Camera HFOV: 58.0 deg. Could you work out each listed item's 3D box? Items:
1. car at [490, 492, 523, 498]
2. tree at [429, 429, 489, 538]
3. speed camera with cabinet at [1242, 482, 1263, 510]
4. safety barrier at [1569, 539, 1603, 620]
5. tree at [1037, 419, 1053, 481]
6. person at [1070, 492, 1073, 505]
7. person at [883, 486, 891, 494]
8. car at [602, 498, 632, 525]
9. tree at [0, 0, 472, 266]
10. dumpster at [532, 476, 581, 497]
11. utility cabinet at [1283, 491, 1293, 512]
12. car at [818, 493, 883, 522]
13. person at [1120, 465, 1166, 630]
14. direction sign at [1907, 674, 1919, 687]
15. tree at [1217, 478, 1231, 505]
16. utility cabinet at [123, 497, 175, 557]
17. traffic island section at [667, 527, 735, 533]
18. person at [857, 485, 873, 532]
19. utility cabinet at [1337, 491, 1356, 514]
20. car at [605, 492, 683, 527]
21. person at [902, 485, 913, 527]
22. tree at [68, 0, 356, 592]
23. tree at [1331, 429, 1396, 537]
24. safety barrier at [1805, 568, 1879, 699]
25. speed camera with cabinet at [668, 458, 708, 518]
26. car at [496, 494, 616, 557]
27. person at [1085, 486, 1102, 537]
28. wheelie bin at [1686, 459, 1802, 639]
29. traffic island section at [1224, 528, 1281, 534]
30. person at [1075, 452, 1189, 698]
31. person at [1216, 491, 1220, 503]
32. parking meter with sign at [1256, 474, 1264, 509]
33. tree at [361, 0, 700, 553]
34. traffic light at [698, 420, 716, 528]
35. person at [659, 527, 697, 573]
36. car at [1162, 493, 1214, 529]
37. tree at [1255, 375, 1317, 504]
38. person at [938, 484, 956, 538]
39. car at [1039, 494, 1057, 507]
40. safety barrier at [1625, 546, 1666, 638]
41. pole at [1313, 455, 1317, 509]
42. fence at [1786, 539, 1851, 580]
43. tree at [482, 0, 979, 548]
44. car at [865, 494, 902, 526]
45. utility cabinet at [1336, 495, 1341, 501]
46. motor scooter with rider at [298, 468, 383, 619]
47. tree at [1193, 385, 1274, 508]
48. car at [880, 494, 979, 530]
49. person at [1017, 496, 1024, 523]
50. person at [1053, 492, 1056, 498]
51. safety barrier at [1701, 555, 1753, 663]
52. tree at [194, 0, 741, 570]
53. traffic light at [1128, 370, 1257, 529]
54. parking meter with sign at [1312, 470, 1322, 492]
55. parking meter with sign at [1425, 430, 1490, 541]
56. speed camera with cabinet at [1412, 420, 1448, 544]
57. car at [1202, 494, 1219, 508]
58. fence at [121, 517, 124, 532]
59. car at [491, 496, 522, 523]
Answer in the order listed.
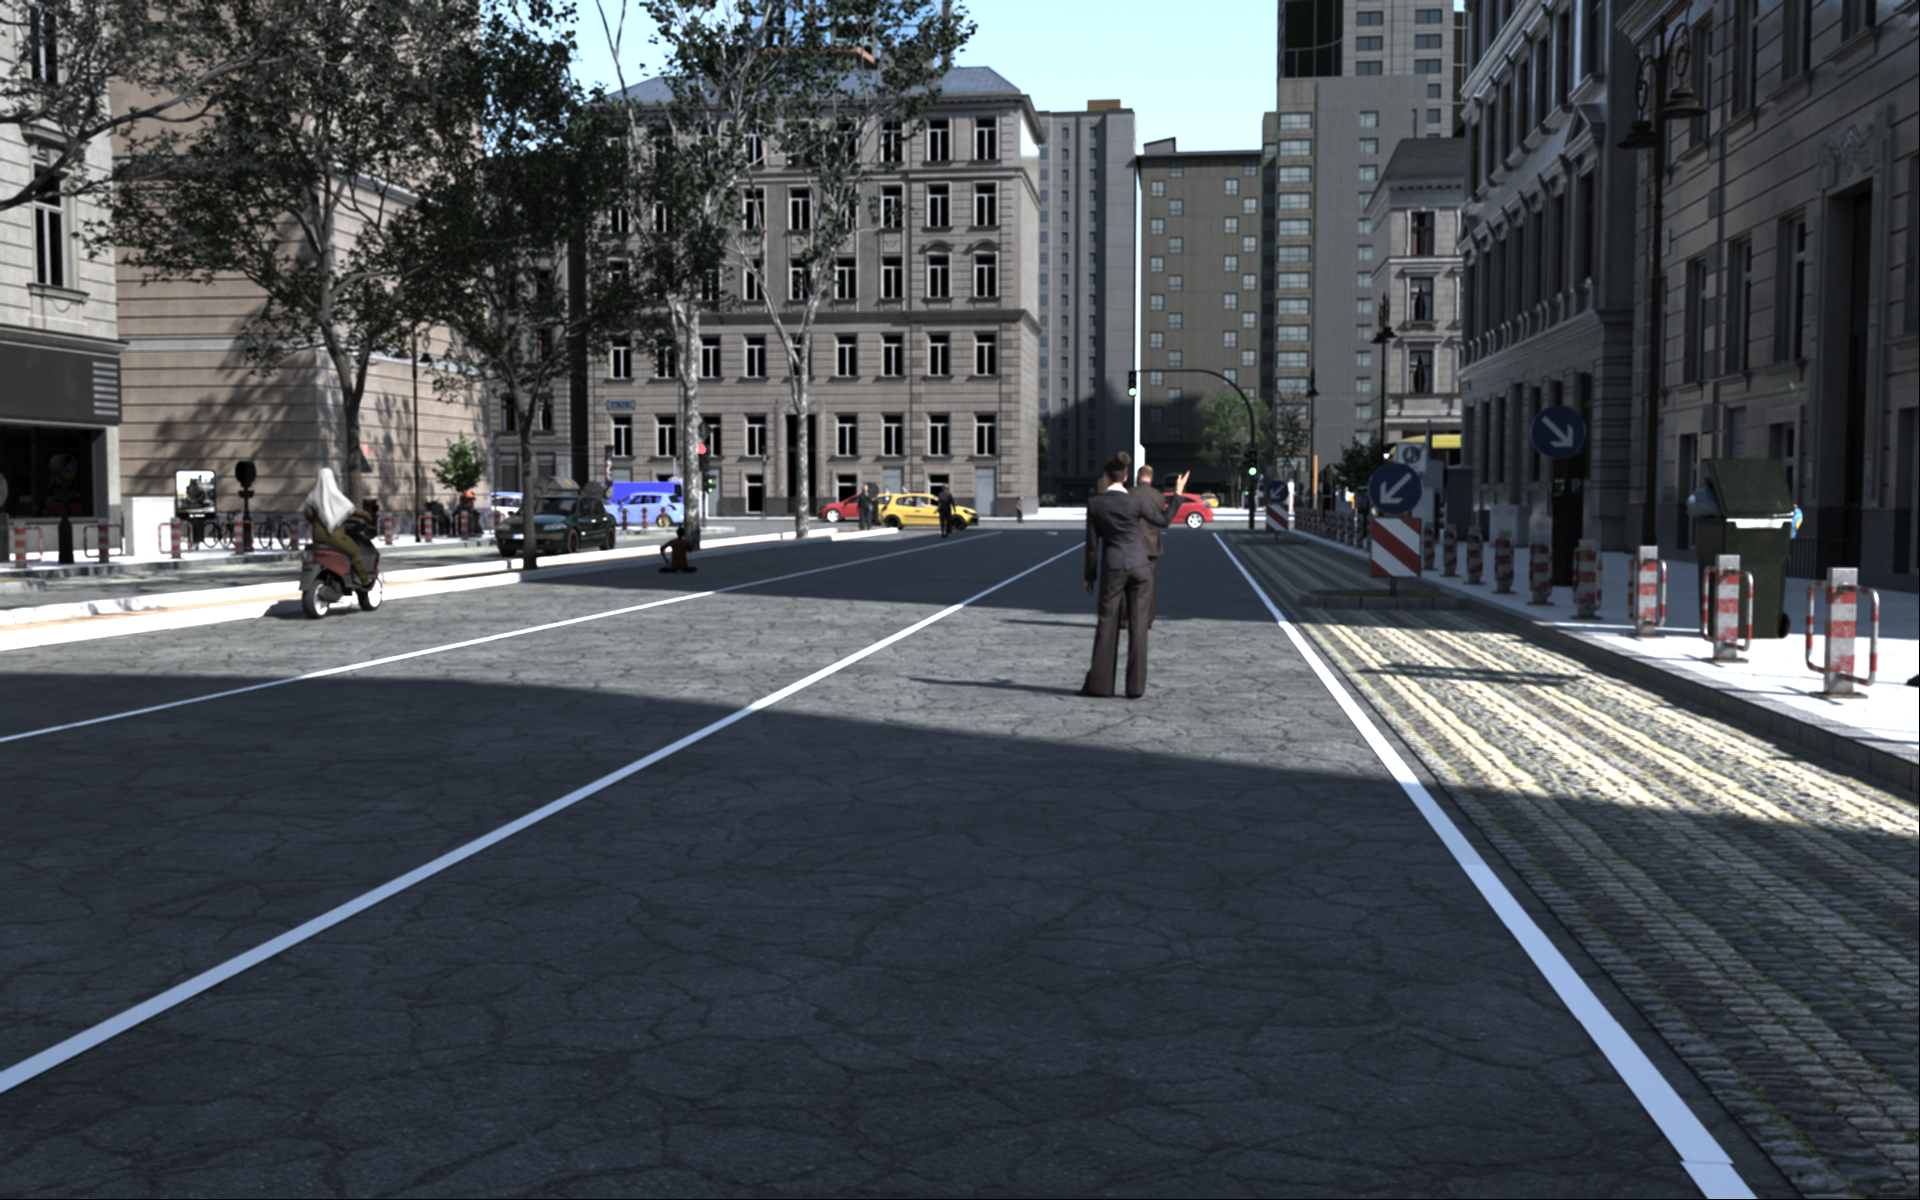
[{"bbox_3d":[-21.612,-4.339,80.530,3.694,1.707,1.945,0,4,6],"label":"car"},{"bbox_3d":[-14.903,-3.478,51.474,1.663,3.219,1.824,0,3,0],"label":"tree"},{"bbox_3d":[23.175,-8.651,135.786,2.038,3.252,0.660,3,4,37],"label":"speed camera with cabinet"},{"bbox_3d":[6.425,-0.213,17.753,0.300,0.817,1.120,0,4,7],"label":"safety barrier"},{"bbox_3d":[8.086,-18.362,218.338,7.486,12.596,7.792,0,3,0],"label":"tree"},{"bbox_3d":[14.375,-13.051,222.621,0.721,1.736,1.217,1,4,19],"label":"person"},{"bbox_3d":[-3.552,-4.621,84.080,0.581,1.822,0.654,0,4,2],"label":"person"},{"bbox_3d":[-16.915,-4.113,79.615,4.827,1.381,2.083,0,4,8],"label":"car"},{"bbox_3d":[-9.858,-6.234,14.759,12.009,13.543,11.850,0,3,0],"label":"tree"},{"bbox_3d":[-13.457,-3.154,57.322,1.264,1.857,1.865,0,4,7],"label":"dumpster"},{"bbox_3d":[23.362,-7.003,123.183,0.318,1.500,1.173,-1,4,-9],"label":"utility cabinet"},{"bbox_3d":[-5.014,-4.828,87.977,4.494,1.783,2.155,0,4,6],"label":"car"},{"bbox_3d":[1.863,-0.567,18.455,0.565,1.739,0.600,-3,5,-39],"label":"person"},{"bbox_3d":[6.541,-1.191,11.463,0.379,3.537,0.876,2,4,34],"label":"direction sign"},{"bbox_3d":[31.200,-12.829,204.348,1.663,3.219,1.824,0,3,0],"label":"tree"},{"bbox_3d":[-16.756,-1.507,35.807,0.306,1.237,1.020,2,4,27],"label":"utility cabinet"},{"bbox_3d":[-9.734,-2.658,65.740,2.009,0.180,2.903,0,4,7],"label":"traffic island section"},{"bbox_3d":[-3.472,-3.318,63.174,0.576,1.772,0.534,0,4,-5],"label":"person"},{"bbox_3d":[24.744,-6.247,110.821,1.173,1.500,0.318,-1,4,-10],"label":"utility cabinet"},{"bbox_3d":[-13.177,-3.782,71.424,3.694,1.707,1.945,1,4,9],"label":"car"},{"bbox_3d":[-2.395,-4.076,75.260,0.853,1.813,0.709,-2,4,-30],"label":"person"},{"bbox_3d":[-8.613,-5.391,25.018,8.767,10.594,7.601,0,4,7],"label":"tree"},{"bbox_3d":[12.395,-3.494,51.723,1.663,3.219,1.824,0,3,0],"label":"tree"},{"bbox_3d":[5.541,0.206,10.902,0.300,0.817,1.120,0,4,7],"label":"safety barrier"},{"bbox_3d":[-14.800,-6.107,94.180,2.038,3.252,0.660,0,4,5],"label":"speed camera with cabinet"},{"bbox_3d":[-9.464,-1.893,40.739,2.009,1.686,4.222,0,4,8],"label":"car"},{"bbox_3d":[4.422,-2.934,57.397,0.530,1.710,0.541,0,4,-1],"label":"person"},{"bbox_3d":[6.992,-0.468,15.558,0.980,1.594,0.693,0,3,0],"label":"wheelie bin"},{"bbox_3d":[10.639,-2.498,63.118,2.009,0.180,2.903,0,4,7],"label":"traffic island section"},{"bbox_3d":[1.228,-0.181,12.261,0.742,1.727,0.445,-2,4,-26],"label":"person"},{"bbox_3d":[36.005,-14.270,241.678,0.709,1.838,0.599,-2,4,-29],"label":"person"},{"bbox_3d":[25.689,-9.493,151.478,1.738,3.016,0.543,-1,4,-20],"label":"parking meter with sign"},{"bbox_3d":[-7.638,-11.271,42.621,12.611,20.169,13.585,0,3,0],"label":"tree"},{"bbox_3d":[-9.695,-4.690,65.601,0.839,4.253,0.868,0,4,7],"label":"traffic light"},{"bbox_3d":[-5.158,-0.913,31.717,0.859,0.850,0.655,0,4,-2],"label":"person"},{"bbox_3d":[8.359,-3.883,72.519,4.494,1.783,2.155,0,4,6],"label":"car"},{"bbox_3d":[20.318,-9.654,108.197,4.360,8.622,3.978,0,3,0],"label":"tree"},{"bbox_3d":[-0.449,-2.932,56.852,0.576,1.772,0.534,-1,4,-18],"label":"person"},{"bbox_3d":[9.807,-11.191,193.189,2.015,1.641,3.980,0,4,7],"label":"car"},{"bbox_3d":[6.129,-0.073,15.468,0.300,0.817,1.120,0,4,7],"label":"safety barrier"},{"bbox_3d":[18.640,-5.940,90.954,0.158,3.312,0.155,0,3,0],"label":"pole"},{"bbox_3d":[11.157,-0.483,23.278,0.278,0.683,2.069,-1,4,-19],"label":"fence"},{"bbox_3d":[-6.106,-12.053,55.410,12.611,20.169,13.585,0,3,0],"label":"tree"},{"bbox_3d":[-2.528,-4.200,78.892,3.980,1.641,2.015,1,4,9],"label":"car"},{"bbox_3d":[24.253,-6.055,110.153,1.020,1.237,0.306,2,4,28],"label":"utility cabinet"},{"bbox_3d":[-7.284,-0.702,20.450,0.876,1.779,1.986,0,4,5],"label":"motor scooter with rider"},{"bbox_3d":[25.994,-14.608,164.589,9.928,11.665,9.643,0,3,0],"label":"tree"},{"bbox_3d":[-1.220,-3.627,69.519,3.980,1.641,2.015,0,4,7],"label":"car"},{"bbox_3d":[2.999,-4.502,86.021,0.340,1.345,0.435,1,4,10],"label":"person"},{"bbox_3d":[11.435,-12.285,210.026,0.551,1.740,0.621,1,4,22],"label":"person"},{"bbox_3d":[5.836,0.066,13.192,0.300,0.817,1.120,0,4,7],"label":"safety barrier"},{"bbox_3d":[-8.041,-5.861,32.695,8.767,10.594,7.601,0,4,7],"label":"tree"},{"bbox_3d":[8.515,-5.411,63.135,4.771,5.953,1.251,0,4,7],"label":"traffic light"},{"bbox_3d":[26.409,-7.907,125.539,1.738,3.016,0.543,1,4,11],"label":"parking meter with sign"},{"bbox_3d":[13.562,-3.107,47.058,1.738,3.016,0.543,0,4,6],"label":"parking meter with sign"},{"bbox_3d":[12.359,-3.129,45.502,0.660,3.252,2.038,2,4,25],"label":"speed camera with cabinet"},{"bbox_3d":[22.627,-9.026,157.802,2.015,1.641,3.980,0,4,8],"label":"car"},{"bbox_3d":[-21.507,-1.802,44.830,0.278,0.683,2.069,-3,5,-45],"label":"fence"},{"bbox_3d":[-17.694,-3.519,69.890,4.827,1.381,2.083,1,4,9],"label":"car"}]
